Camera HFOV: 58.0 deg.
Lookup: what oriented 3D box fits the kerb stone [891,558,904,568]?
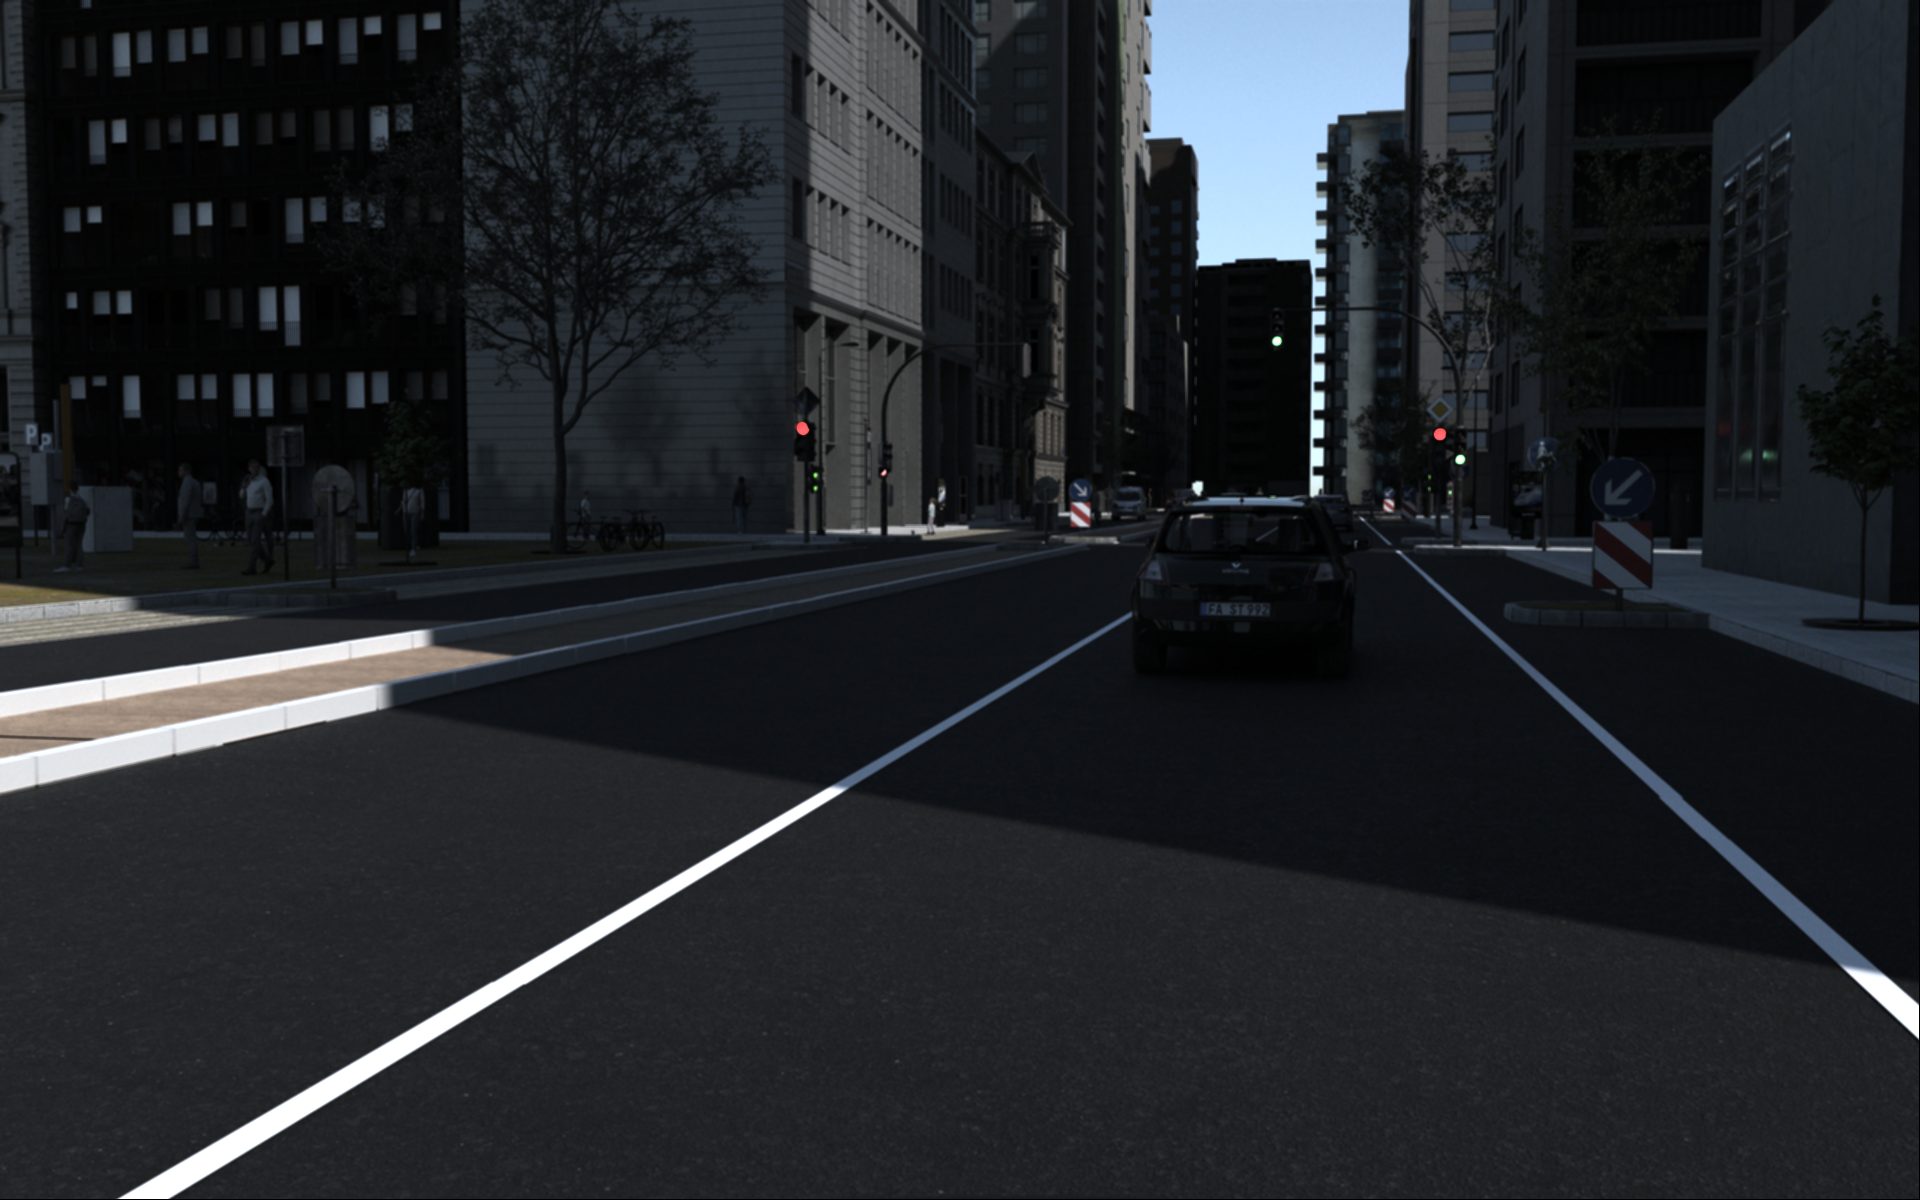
[{"bbox_3d":[-1.312,-0.692,33.515,0.120,0.150,1.000,1,4,12],"label":"kerb stone"}]

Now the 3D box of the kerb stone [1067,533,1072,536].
[{"bbox_3d":[3.351,-2.010,55.082,0.120,0.150,1.000,1,4,12],"label":"kerb stone"}]

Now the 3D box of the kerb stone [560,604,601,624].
[{"bbox_3d":[-4.335,0.166,19.479,0.120,0.150,1.000,1,4,12],"label":"kerb stone"}]

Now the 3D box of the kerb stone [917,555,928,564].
[{"bbox_3d":[-0.876,-0.812,35.526,0.120,0.150,1.000,1,4,12],"label":"kerb stone"}]

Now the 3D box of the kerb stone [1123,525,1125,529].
[{"bbox_3d":[6.382,-2.870,69.118,0.120,0.150,1.000,1,4,12],"label":"kerb stone"}]

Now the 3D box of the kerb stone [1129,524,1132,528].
[{"bbox_3d":[6.822,-2.992,71.115,0.120,0.150,1.000,1,4,12],"label":"kerb stone"}]

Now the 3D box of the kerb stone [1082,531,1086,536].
[{"bbox_3d":[4.008,-2.194,58.089,0.120,0.150,1.000,1,4,12],"label":"kerb stone"}]

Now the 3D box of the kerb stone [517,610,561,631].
[{"bbox_3d":[-4.564,0.233,18.483,0.120,0.150,1.000,1,4,12],"label":"kerb stone"}]

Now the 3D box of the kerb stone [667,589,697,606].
[{"bbox_3d":[-3.689,-0.018,22.488,0.120,0.150,1.000,1,4,12],"label":"kerb stone"}]

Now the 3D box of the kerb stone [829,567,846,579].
[{"bbox_3d":[-2.176,-0.447,29.504,0.120,0.150,1.000,1,4,12],"label":"kerb stone"}]

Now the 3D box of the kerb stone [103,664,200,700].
[{"bbox_3d":[-5.860,0.596,12.465,0.120,0.150,1.000,1,4,12],"label":"kerb stone"}]

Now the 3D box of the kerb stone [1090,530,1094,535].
[{"bbox_3d":[4.435,-2.318,60.098,0.120,0.150,1.000,1,4,12],"label":"kerb stone"}]

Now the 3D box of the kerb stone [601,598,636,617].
[{"bbox_3d":[-4.119,0.112,20.485,0.120,0.150,1.000,1,4,12],"label":"kerb stone"}]

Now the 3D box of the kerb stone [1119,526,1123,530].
[{"bbox_3d":[6.173,-2.808,68.113,0.120,0.150,1.000,1,4,12],"label":"kerb stone"}]

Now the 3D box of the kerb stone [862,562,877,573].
[{"bbox_3d":[-1.745,-0.570,31.517,0.120,0.150,1.000,1,4,12],"label":"kerb stone"}]

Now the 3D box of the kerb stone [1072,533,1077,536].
[{"bbox_3d":[3.578,-2.073,56.086,0.120,0.150,1.000,1,4,12],"label":"kerb stone"}]

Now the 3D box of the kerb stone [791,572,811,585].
[{"bbox_3d":[-2.614,-0.324,27.499,0.120,0.150,1.000,1,4,12],"label":"kerb stone"}]

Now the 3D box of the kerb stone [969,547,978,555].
[{"bbox_3d":[0.201,-1.119,40.527,0.120,0.150,1.000,1,4,12],"label":"kerb stone"}]

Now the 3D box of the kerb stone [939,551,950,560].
[{"bbox_3d":[-0.442,-0.937,37.523,0.120,0.150,1.000,1,4,12],"label":"kerb stone"}]

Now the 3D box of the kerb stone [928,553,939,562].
[{"bbox_3d":[-0.657,-0.876,36.524,0.120,0.150,1.000,1,4,12],"label":"kerb stone"}]

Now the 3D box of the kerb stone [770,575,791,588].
[{"bbox_3d":[-2.831,-0.262,26.486,0.120,0.150,1.000,1,4,12],"label":"kerb stone"}]

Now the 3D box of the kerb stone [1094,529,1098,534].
[{"bbox_3d":[4.649,-2.379,61.098,0.120,0.150,1.000,1,4,12],"label":"kerb stone"}]

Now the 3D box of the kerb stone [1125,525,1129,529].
[{"bbox_3d":[6.611,-2.927,70.114,0.120,0.150,1.000,1,4,12],"label":"kerb stone"}]

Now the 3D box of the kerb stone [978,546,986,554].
[{"bbox_3d":[0.417,-1.178,41.536,0.120,0.150,1.000,1,4,12],"label":"kerb stone"}]

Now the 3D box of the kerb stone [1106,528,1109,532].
[{"bbox_3d":[5.302,-2.563,64.107,0.120,0.150,1.000,1,4,12],"label":"kerb stone"}]

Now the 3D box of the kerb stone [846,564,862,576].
[{"bbox_3d":[-1.960,-0.508,30.506,0.120,0.150,1.000,1,4,12],"label":"kerb stone"}]

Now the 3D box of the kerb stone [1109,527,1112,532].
[{"bbox_3d":[5.512,-2.623,65.112,0.120,0.150,1.000,1,4,12],"label":"kerb stone"}]

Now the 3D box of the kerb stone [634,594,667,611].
[{"bbox_3d":[-3.907,0.043,21.488,0.120,0.150,1.000,1,4,12],"label":"kerb stone"}]

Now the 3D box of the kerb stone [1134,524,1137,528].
[{"bbox_3d":[7.255,-3.111,73.117,0.120,0.150,1.000,1,4,12],"label":"kerb stone"}]

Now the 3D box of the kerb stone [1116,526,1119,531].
[{"bbox_3d":[5.949,-2.743,67.116,0.120,0.150,1.000,1,4,12],"label":"kerb stone"}]

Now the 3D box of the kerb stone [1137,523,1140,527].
[{"bbox_3d":[7.472,-3.176,74.116,0.120,0.150,1.000,1,4,12],"label":"kerb stone"}]

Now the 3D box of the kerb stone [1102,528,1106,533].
[{"bbox_3d":[5.090,-2.502,63.100,0.120,0.150,1.000,1,4,12],"label":"kerb stone"}]

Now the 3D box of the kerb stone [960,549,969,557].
[{"bbox_3d":[-0.007,-1.055,39.526,0.120,0.150,1.000,1,4,12],"label":"kerb stone"}]

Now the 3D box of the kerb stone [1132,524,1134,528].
[{"bbox_3d":[7.037,-3.053,72.117,0.120,0.150,1.000,1,4,12],"label":"kerb stone"}]

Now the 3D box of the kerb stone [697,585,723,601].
[{"bbox_3d":[-3.473,-0.074,23.488,0.120,0.150,1.000,1,4,12],"label":"kerb stone"}]

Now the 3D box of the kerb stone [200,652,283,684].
[{"bbox_3d":[-5.638,0.537,13.463,0.120,0.150,1.000,1,4,12],"label":"kerb stone"}]

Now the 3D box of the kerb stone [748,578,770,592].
[{"bbox_3d":[-3.047,-0.194,25.487,0.120,0.150,1.000,1,4,12],"label":"kerb stone"}]

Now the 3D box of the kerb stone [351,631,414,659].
[{"bbox_3d":[-5.212,0.412,15.466,0.120,0.150,1.000,1,4,12],"label":"kerb stone"}]

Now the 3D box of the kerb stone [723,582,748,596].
[{"bbox_3d":[-3.259,-0.140,24.487,0.120,0.150,1.000,1,4,12],"label":"kerb stone"}]

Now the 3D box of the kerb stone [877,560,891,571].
[{"bbox_3d":[-1.521,-0.631,32.514,0.120,0.150,1.000,1,4,12],"label":"kerb stone"}]

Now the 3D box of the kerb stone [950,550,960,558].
[{"bbox_3d":[-0.229,-0.999,38.522,0.120,0.150,1.000,1,4,12],"label":"kerb stone"}]

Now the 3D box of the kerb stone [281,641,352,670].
[{"bbox_3d":[-5.436,0.478,14.469,0.120,0.150,1.000,1,4,12],"label":"kerb stone"}]

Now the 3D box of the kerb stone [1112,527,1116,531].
[{"bbox_3d":[5.742,-2.686,66.114,0.120,0.150,1.000,1,4,12],"label":"kerb stone"}]

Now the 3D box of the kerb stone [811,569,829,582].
[{"bbox_3d":[-2.394,-0.386,28.502,0.120,0.150,1.000,1,4,12],"label":"kerb stone"}]

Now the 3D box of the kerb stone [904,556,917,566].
[{"bbox_3d":[-1.092,-0.753,34.525,0.120,0.150,1.000,1,4,12],"label":"kerb stone"}]

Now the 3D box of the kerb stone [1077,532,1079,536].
[{"bbox_3d":[3.787,-2.134,57.091,0.120,0.150,1.000,1,4,12],"label":"kerb stone"}]

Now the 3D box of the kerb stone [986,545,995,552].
[{"bbox_3d":[0.640,-1.244,42.539,0.120,0.150,1.000,1,4,12],"label":"kerb stone"}]

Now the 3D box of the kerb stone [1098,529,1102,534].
[{"bbox_3d":[4.865,-2.438,62.103,0.120,0.150,1.000,1,4,12],"label":"kerb stone"}]

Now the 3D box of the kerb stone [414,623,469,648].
[{"bbox_3d":[-4.995,0.350,16.473,0.120,0.150,1.000,1,4,12],"label":"kerb stone"}]

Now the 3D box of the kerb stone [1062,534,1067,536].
[{"bbox_3d":[3.138,-1.947,54.078,0.120,0.150,1.000,1,4,12],"label":"kerb stone"}]

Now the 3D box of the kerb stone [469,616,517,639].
[{"bbox_3d":[-4.778,0.289,17.472,0.120,0.150,1.000,1,4,12],"label":"kerb stone"}]

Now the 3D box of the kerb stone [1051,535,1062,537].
[{"bbox_3d":[2.921,-1.888,53.071,0.120,0.150,1.000,1,4,12],"label":"kerb stone"}]

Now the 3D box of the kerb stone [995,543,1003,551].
[{"bbox_3d":[0.858,-1.304,43.538,0.120,0.150,1.000,1,4,12],"label":"kerb stone"}]

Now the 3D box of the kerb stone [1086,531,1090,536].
[{"bbox_3d":[4.219,-2.256,59.097,0.120,0.150,1.000,1,4,12],"label":"kerb stone"}]
